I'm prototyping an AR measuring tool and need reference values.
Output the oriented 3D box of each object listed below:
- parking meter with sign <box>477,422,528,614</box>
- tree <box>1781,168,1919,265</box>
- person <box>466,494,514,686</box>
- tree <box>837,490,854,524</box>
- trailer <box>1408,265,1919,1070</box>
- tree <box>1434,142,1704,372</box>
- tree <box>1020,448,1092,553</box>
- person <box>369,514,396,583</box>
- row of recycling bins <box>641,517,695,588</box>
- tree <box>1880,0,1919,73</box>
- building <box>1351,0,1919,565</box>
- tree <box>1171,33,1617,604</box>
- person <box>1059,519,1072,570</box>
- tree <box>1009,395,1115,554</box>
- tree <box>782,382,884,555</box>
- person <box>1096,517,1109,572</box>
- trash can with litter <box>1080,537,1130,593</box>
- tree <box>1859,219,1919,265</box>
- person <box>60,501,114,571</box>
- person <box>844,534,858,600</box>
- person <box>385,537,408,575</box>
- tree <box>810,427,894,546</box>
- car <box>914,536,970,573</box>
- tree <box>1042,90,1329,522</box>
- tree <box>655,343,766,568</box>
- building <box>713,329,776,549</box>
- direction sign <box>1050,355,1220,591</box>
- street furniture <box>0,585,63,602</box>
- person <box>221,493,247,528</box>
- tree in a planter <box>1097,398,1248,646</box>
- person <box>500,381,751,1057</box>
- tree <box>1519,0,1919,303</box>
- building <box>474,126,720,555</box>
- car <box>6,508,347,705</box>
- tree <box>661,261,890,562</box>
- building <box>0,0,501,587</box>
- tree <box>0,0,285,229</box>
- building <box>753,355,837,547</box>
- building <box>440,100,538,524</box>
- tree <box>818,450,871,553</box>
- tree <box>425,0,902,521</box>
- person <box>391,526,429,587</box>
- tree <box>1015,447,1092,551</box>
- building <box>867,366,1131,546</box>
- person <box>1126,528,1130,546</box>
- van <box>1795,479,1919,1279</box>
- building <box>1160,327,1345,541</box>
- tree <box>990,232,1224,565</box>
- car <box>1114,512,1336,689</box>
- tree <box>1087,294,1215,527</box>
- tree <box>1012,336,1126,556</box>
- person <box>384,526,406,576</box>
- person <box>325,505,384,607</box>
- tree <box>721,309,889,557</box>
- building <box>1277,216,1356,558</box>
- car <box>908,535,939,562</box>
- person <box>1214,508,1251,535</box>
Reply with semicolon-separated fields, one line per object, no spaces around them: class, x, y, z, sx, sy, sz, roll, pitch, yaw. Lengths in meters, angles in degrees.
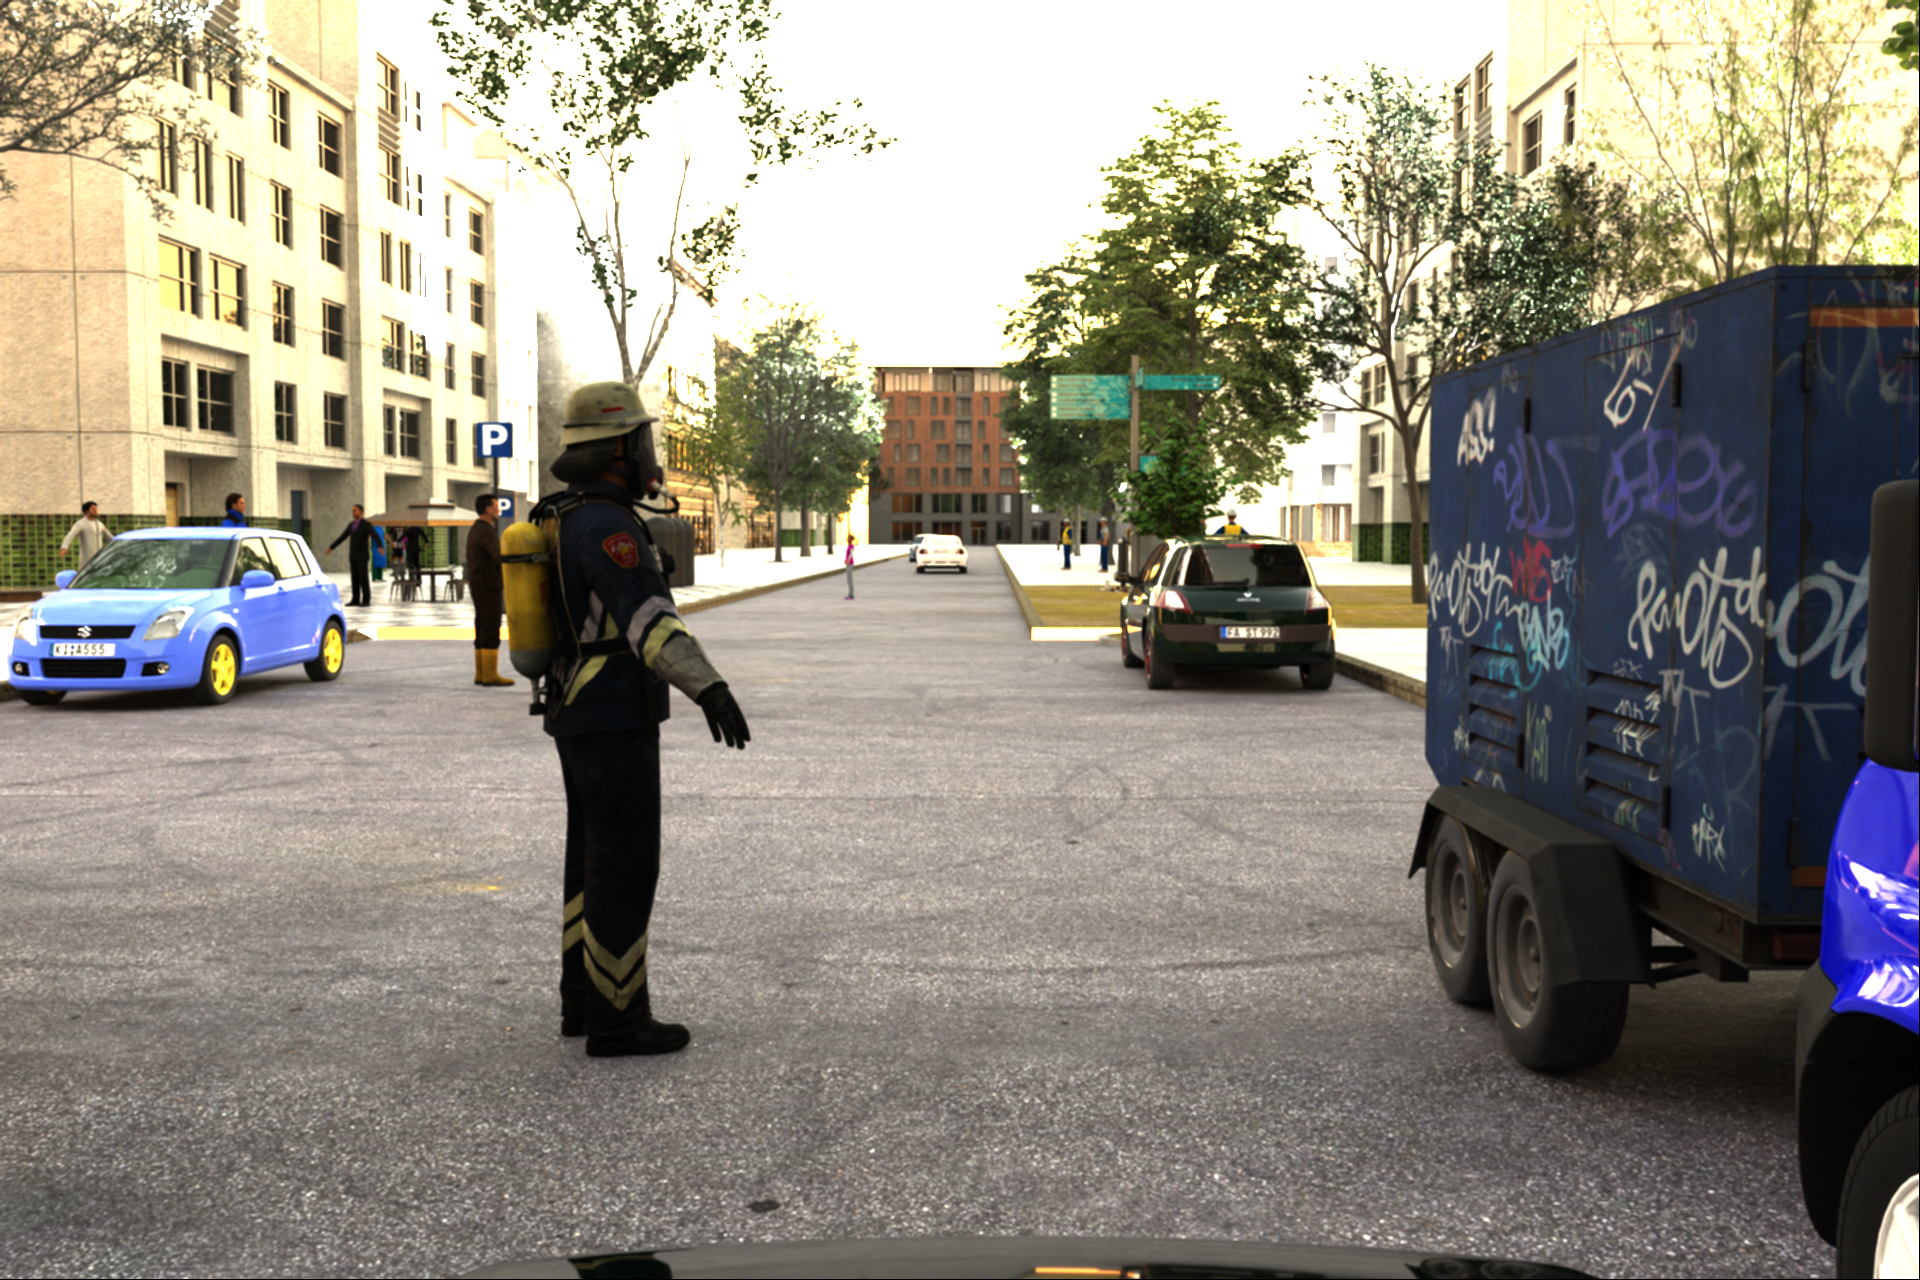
parking meter with sign;-7.240;-1.937;27.933;0.543;3.016;1.738;0;4;1
tree;18.225;-5.107;33.866;4.737;8.622;4.395;0;3;0
person;-4.450;-0.479;16.428;0.704;1.812;1.346;-2;4;-33
tree;-16.489;-18.208;215.821;7.486;12.596;7.792;0;3;0
trailer;2.201;0.085;5.660;1.471;1.999;3.904;0;3;0
tree;15.104;-6.579;41.972;7.601;10.594;8.767;0;4;6
tree;7.867;-11.889;120.143;9.928;11.665;9.643;0;3;0
person;-15.412;-2.434;45.918;0.704;1.817;1.347;1;4;12
row of recycling bins;-7.117;-2.162;42.468;1.069;1.692;3.534;0;4;0
tree;8.540;-5.533;8.600;7.486;12.596;7.792;0;3;0
building;26.327;-12.130;64.780;16.747;18.905;31.486;0;4;1
tree;8.390;-5.969;32.013;8.767;10.594;7.601;-1;4;-23
person;3.830;-3.454;62.438;0.705;1.833;1.349;-1;4;-12
tree;7.143;-11.277;110.131;9.928;11.665;9.643;0;3;0
tree;-8.295;-11.169;108.368;9.928;11.665;9.643;0;3;0
person;4.804;-3.193;58.057;0.705;1.847;1.347;0;4;-7
trash can with litter;3.572;-1.687;38.636;1.678;1.210;2.233;0;4;0
tree;21.962;-5.568;41.398;4.360;8.622;3.978;0;3;0
person;-14.014;-1.334;27.995;0.705;1.806;1.347;1;4;21
person;-2.470;-1.606;37.988;0.599;1.433;0.991;0;4;-7
person;-17.690;-2.786;54.818;0.991;1.433;0.599;-1;4;-21
tree;-8.357;-11.713;125.921;7.601;10.594;8.767;-2;4;-31
car;-0.673;-3.180;64.351;2.083;1.381;4.827;0;4;0
tree;5.943;-7.788;45.454;7.486;12.596;7.792;0;3;0
tree;-9.238;-7.074;66.017;4.737;8.622;4.395;0;3;0
building;-27.251;-19.939;156.931;19.493;23.208;18.063;0;4;2
direction sign;2.608;-2.243;25.434;2.525;3.948;1.411;0;4;1
street furniture;-22.809;-1.545;32.114;9.812;1.723;11.010;2;4;27
person;-9.656;-1.053;23.197;0.704;1.831;1.345;-1;4;-9
tree in a planter;2.825;-1.561;22.744;1.991;3.239;1.994;0;4;1
person;-0.962;0.206;4.872;0.705;1.856;1.354;-2;4;-30
tree;8.741;-4.157;18.331;4.360;8.622;3.978;0;3;0
building;-25.225;-16.630;102.835;19.493;23.208;18.063;0;4;0
car;-6.983;-0.371;15.655;1.945;1.707;3.694;0;4;1
tree;-8.240;-10.279;78.427;12.009;13.543;11.850;0;3;0
building;-27.924;-11.647;56.894;16.747;18.905;31.486;0;4;1
tree;-12.543;-6.562;17.660;12.009;13.543;11.850;0;3;0
building;-23.158;-19.601;186.941;16.747;18.905;31.486;0;4;2
building;-27.116;-13.494;77.048;16.016;20.090;11.380;0;4;1
tree;-8.098;-10.182;116.835;4.360;8.622;3.978;0;3;0
tree;-8.131;-11.805;48.897;12.611;20.169;13.585;0;3;0
person;-13.348;-2.166;42.130;0.721;1.740;1.216;2;4;27
tree;7.719;-11.968;130.094;7.601;10.594;8.767;-2;4;-24
building;4.696;-22.827;219.651;32.646;21.610;27.936;0;4;-2
person;5.996;-3.270;59.238;0.705;1.858;1.354;2;4;25
van;2.218;0.237;0.509;2.240;2.365;5.245;0;4;1
building;26.453;-17.758;156.800;16.747;18.905;31.486;0;4;1
tree;5.998;-10.080;71.457;9.857;13.997;8.962;0;3;0
car;2.591;-0.464;17.371;2.009;1.686;4.222;0;4;1
tree;6.146;-6.292;53.231;4.360;8.622;3.978;0;3;0
tree;6.512;-11.034;98.533;7.486;12.596;7.792;0;3;0
person;-17.210;-2.862;52.941;0.704;1.843;1.345;3;5;42
person;-10.646;-1.492;30.620;1.346;1.802;0.704;2;4;26
tree;-8.741;-11.661;97.310;9.857;13.997;8.962;0;3;0
building;24.516;-15.152;104.154;16.016;20.090;11.380;0;4;1
car;-1.681;-4.753;89.720;2.014;1.417;4.499;0;4;1
person;5.034;-1.582;32.335;1.216;1.772;0.721;-1;4;-9
